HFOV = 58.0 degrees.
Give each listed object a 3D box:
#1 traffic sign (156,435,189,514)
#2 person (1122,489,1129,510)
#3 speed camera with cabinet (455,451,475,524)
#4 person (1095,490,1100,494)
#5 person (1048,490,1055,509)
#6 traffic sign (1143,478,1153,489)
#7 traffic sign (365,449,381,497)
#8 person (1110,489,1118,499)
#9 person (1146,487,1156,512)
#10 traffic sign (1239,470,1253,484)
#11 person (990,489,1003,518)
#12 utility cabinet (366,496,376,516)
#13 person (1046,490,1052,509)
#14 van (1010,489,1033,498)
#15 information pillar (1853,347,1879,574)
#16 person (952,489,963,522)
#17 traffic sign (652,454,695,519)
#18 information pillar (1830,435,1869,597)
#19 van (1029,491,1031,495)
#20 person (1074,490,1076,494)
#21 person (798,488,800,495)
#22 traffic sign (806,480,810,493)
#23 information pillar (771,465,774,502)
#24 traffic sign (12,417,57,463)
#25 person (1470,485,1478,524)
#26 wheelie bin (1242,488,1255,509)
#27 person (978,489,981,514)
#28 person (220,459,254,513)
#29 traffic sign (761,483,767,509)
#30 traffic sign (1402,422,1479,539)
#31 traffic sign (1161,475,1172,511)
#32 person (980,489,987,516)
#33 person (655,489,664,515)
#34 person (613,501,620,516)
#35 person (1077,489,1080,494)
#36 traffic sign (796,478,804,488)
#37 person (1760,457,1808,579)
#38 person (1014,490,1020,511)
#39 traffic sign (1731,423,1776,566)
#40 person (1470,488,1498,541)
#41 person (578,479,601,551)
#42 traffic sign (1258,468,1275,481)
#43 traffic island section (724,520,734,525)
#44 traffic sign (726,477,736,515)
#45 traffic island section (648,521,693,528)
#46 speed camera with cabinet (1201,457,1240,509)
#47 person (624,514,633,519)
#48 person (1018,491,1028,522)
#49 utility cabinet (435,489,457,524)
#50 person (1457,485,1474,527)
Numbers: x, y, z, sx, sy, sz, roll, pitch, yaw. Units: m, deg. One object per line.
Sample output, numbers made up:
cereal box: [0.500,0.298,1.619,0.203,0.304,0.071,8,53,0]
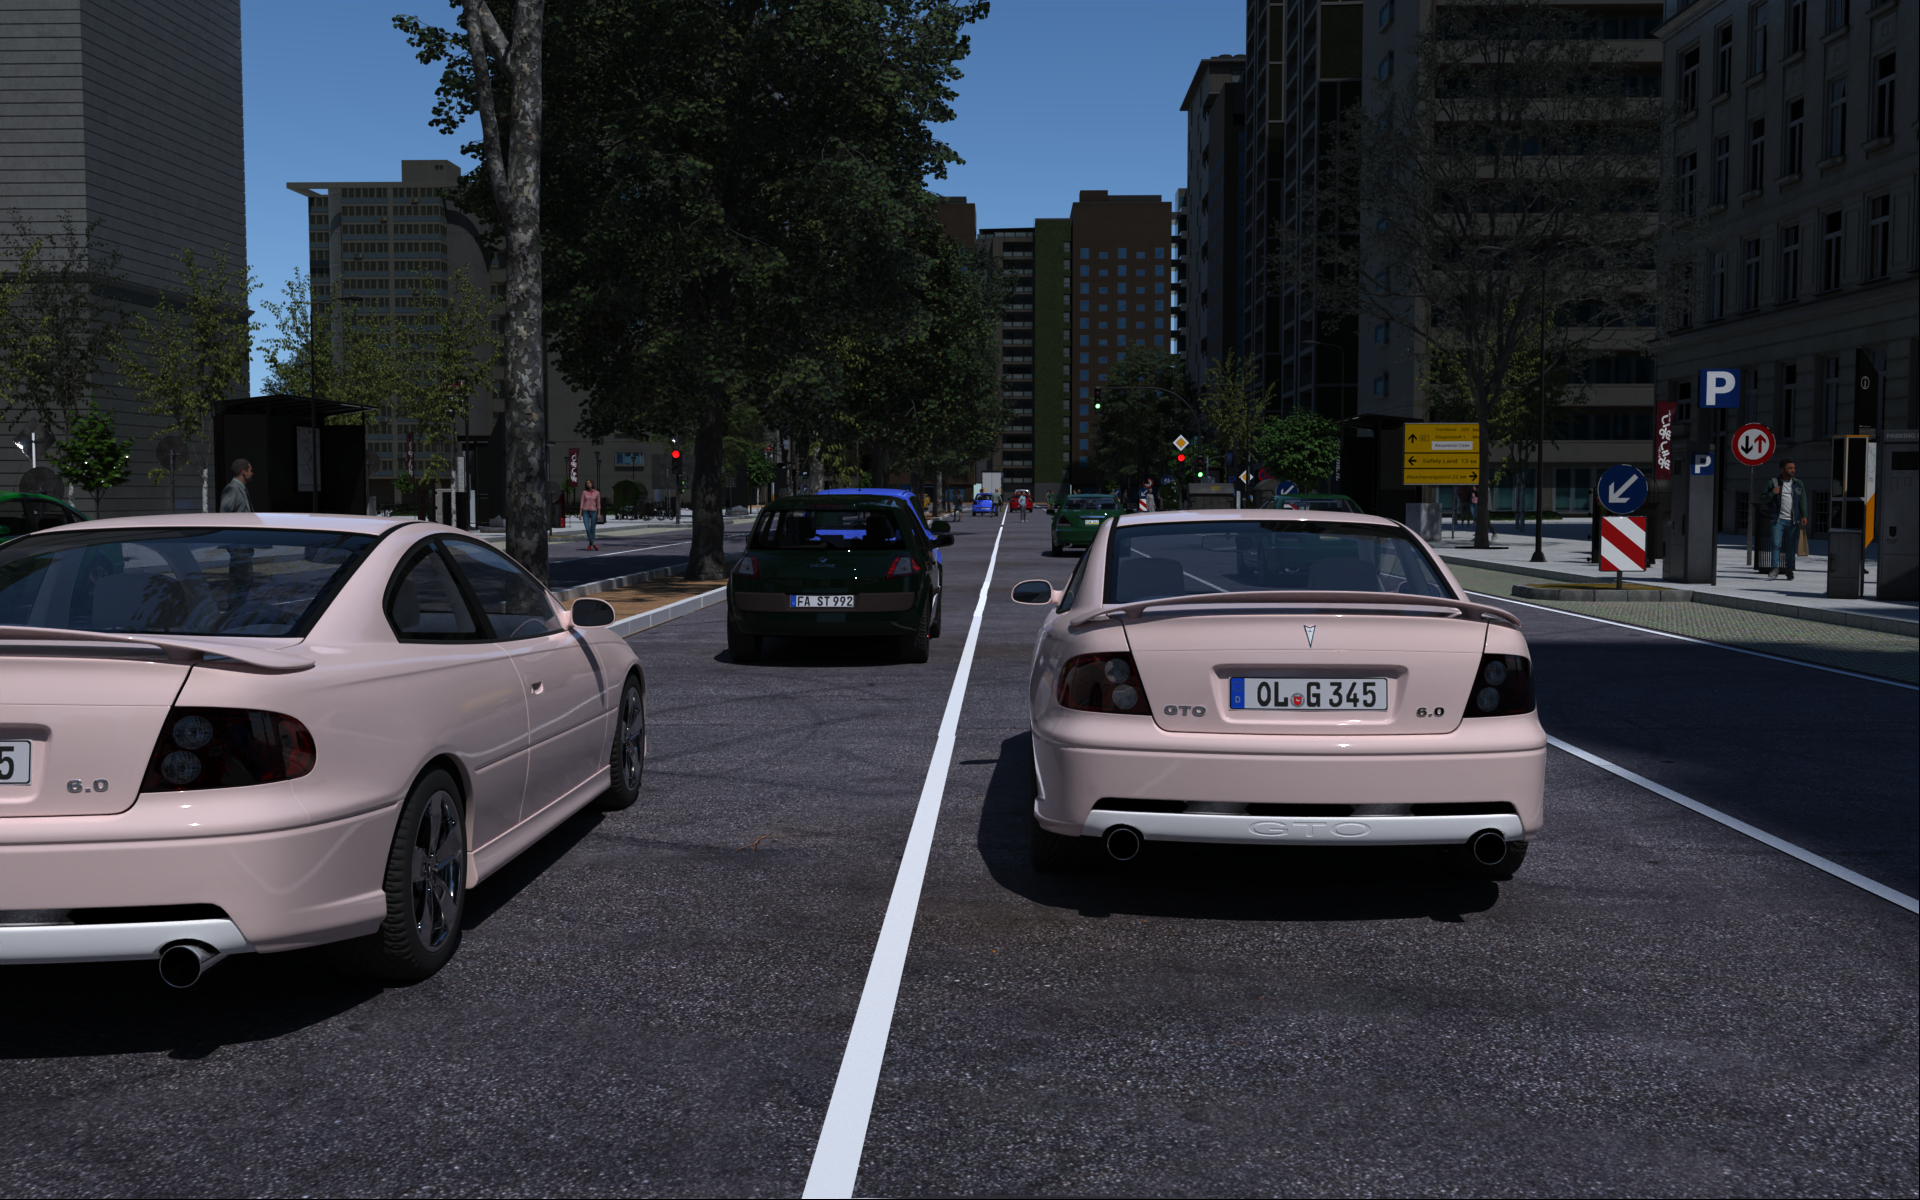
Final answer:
traffic sign: [-17.132,-2.298,37.675,0.768,2.556,0.104,0,4,8]
person: [12.109,-7.174,126.200,0.834,1.777,0.661,-2,4,-23]
speed camera with cabinet: [-21.079,-4.902,74.480,0.660,3.252,2.038,1,4,17]
person: [11.969,-8.736,151.420,0.616,1.811,0.778,0,4,5]
person: [7.560,-8.324,144.850,0.529,1.795,0.600,-3,5,-41]
traffic sign: [14.989,-8.440,138.102,0.768,2.556,0.104,0,4,7]
traffic sign: [-16.920,-3.019,49.462,0.768,2.556,0.104,0,4,4]
person: [10.561,-6.786,119.845,0.661,1.777,0.834,0,4,-7]
person: [8.545,-4.220,78.246,0.760,1.731,0.466,1,4,9]
traffic sign: [15.415,-5.718,93.228,0.795,2.593,0.064,1,4,11]
person: [2.258,-5.912,105.648,0.782,1.767,0.515,1,4,16]
utility cabinet: [-16.585,-2.283,48.488,0.306,1.237,1.020,-1,4,-8]
person: [7.708,-8.634,150.003,0.599,1.781,0.374,0,4,-7]
van: [5.538,-9.060,155.147,2.013,2.044,4.112,0,4,1]
information pillar: [14.512,-2.230,27.815,0.504,3.616,0.183,-2,4,-28]
person: [-0.079,-4.952,90.473,0.522,1.701,0.512,3,4,38]
traffic sign: [-14.633,-5.787,88.492,2.265,3.308,0.079,0,4,4]
information pillar: [11.149,-1.055,21.744,0.304,2.012,0.304,0,4,-4]
van: [5.862,-9.532,162.854,2.013,2.044,4.112,0,4,0]
person: [9.535,-8.341,145.075,0.583,1.804,0.606,-1,4,-9]
person: [-15.050,-9.461,160.714,0.705,1.826,1.348,-3,5,-45]
traffic sign: [-13.716,-9.632,157.582,0.768,2.556,0.104,1,4,10]
information pillar: [-13.403,-8.105,123.875,0.183,3.616,0.504,-1,4,-20]
traffic sign: [-15.854,-1.832,29.689,0.795,2.593,0.064,0,4,5]
person: [23.318,-4.285,78.569,0.555,1.821,0.388,1,4,16]
wheelie bin: [14.091,-4.652,83.965,0.693,1.594,0.980,-1,4,-15]
person: [1.610,-7.259,127.416,0.641,1.798,0.478,1,4,8]
person: [-7.753,-0.613,18.615,0.391,1.810,0.635,-2,4,-24]
traffic sign: [-14.224,-7.600,124.269,0.884,2.594,0.081,0,4,4]
traffic sign: [13.691,-3.381,49.154,2.265,3.308,0.079,0,4,2]
traffic sign: [13.922,-7.114,116.412,0.768,2.556,0.104,1,4,9]
person: [1.500,-6.518,115.422,0.721,1.781,0.623,1,4,10]
person: [-17.403,-5.765,100.172,0.514,1.842,0.818,-1,4,-11]
person: [-19.910,-5.747,100.602,0.593,1.750,0.643,0,4,7]
person: [9.309,-7.912,138.083,0.699,1.804,1.509,2,4,27]
traffic sign: [-13.153,-8.727,142.695,0.884,2.594,0.081,0,4,5]
person: [12.309,-1.205,25.734,0.794,1.824,0.713,2,4,30]
person: [4.892,-8.319,144.908,0.834,1.777,0.661,-1,4,-12]
traffic sign: [14.179,-1.892,31.043,0.768,2.556,0.104,0,4,3]
person: [14.228,-2.490,46.935,0.728,1.800,0.709,1,4,16]
person: [-9.361,-2.156,43.764,0.555,1.821,0.388,-1,4,-18]
traffic sign: [14.273,-4.926,80.640,0.768,2.556,0.104,1,4,9]
traffic island section: [-11.913,-3.678,82.408,2.009,0.180,2.903,0,4,2]
traffic sign: [-13.756,-6.231,104.013,0.606,2.300,0.079,0,4,2]
traffic island section: [-12.146,-3.189,74.426,2.009,0.180,2.903,0,4,2]
speed camera with cabinet: [13.812,-5.961,91.801,2.038,3.252,0.660,1,4,17]
person: [-17.223,-5.101,89.860,0.576,1.772,0.534,2,4,26]
person: [3.212,-4.772,88.340,0.589,1.601,0.330,-3,5,-44]
utility cabinet: [-21.562,-3.944,73.169,1.173,1.500,0.318,1,4,11]
person: [19.491,-3.712,66.710,0.580,1.828,0.573,-2,4,-32]
